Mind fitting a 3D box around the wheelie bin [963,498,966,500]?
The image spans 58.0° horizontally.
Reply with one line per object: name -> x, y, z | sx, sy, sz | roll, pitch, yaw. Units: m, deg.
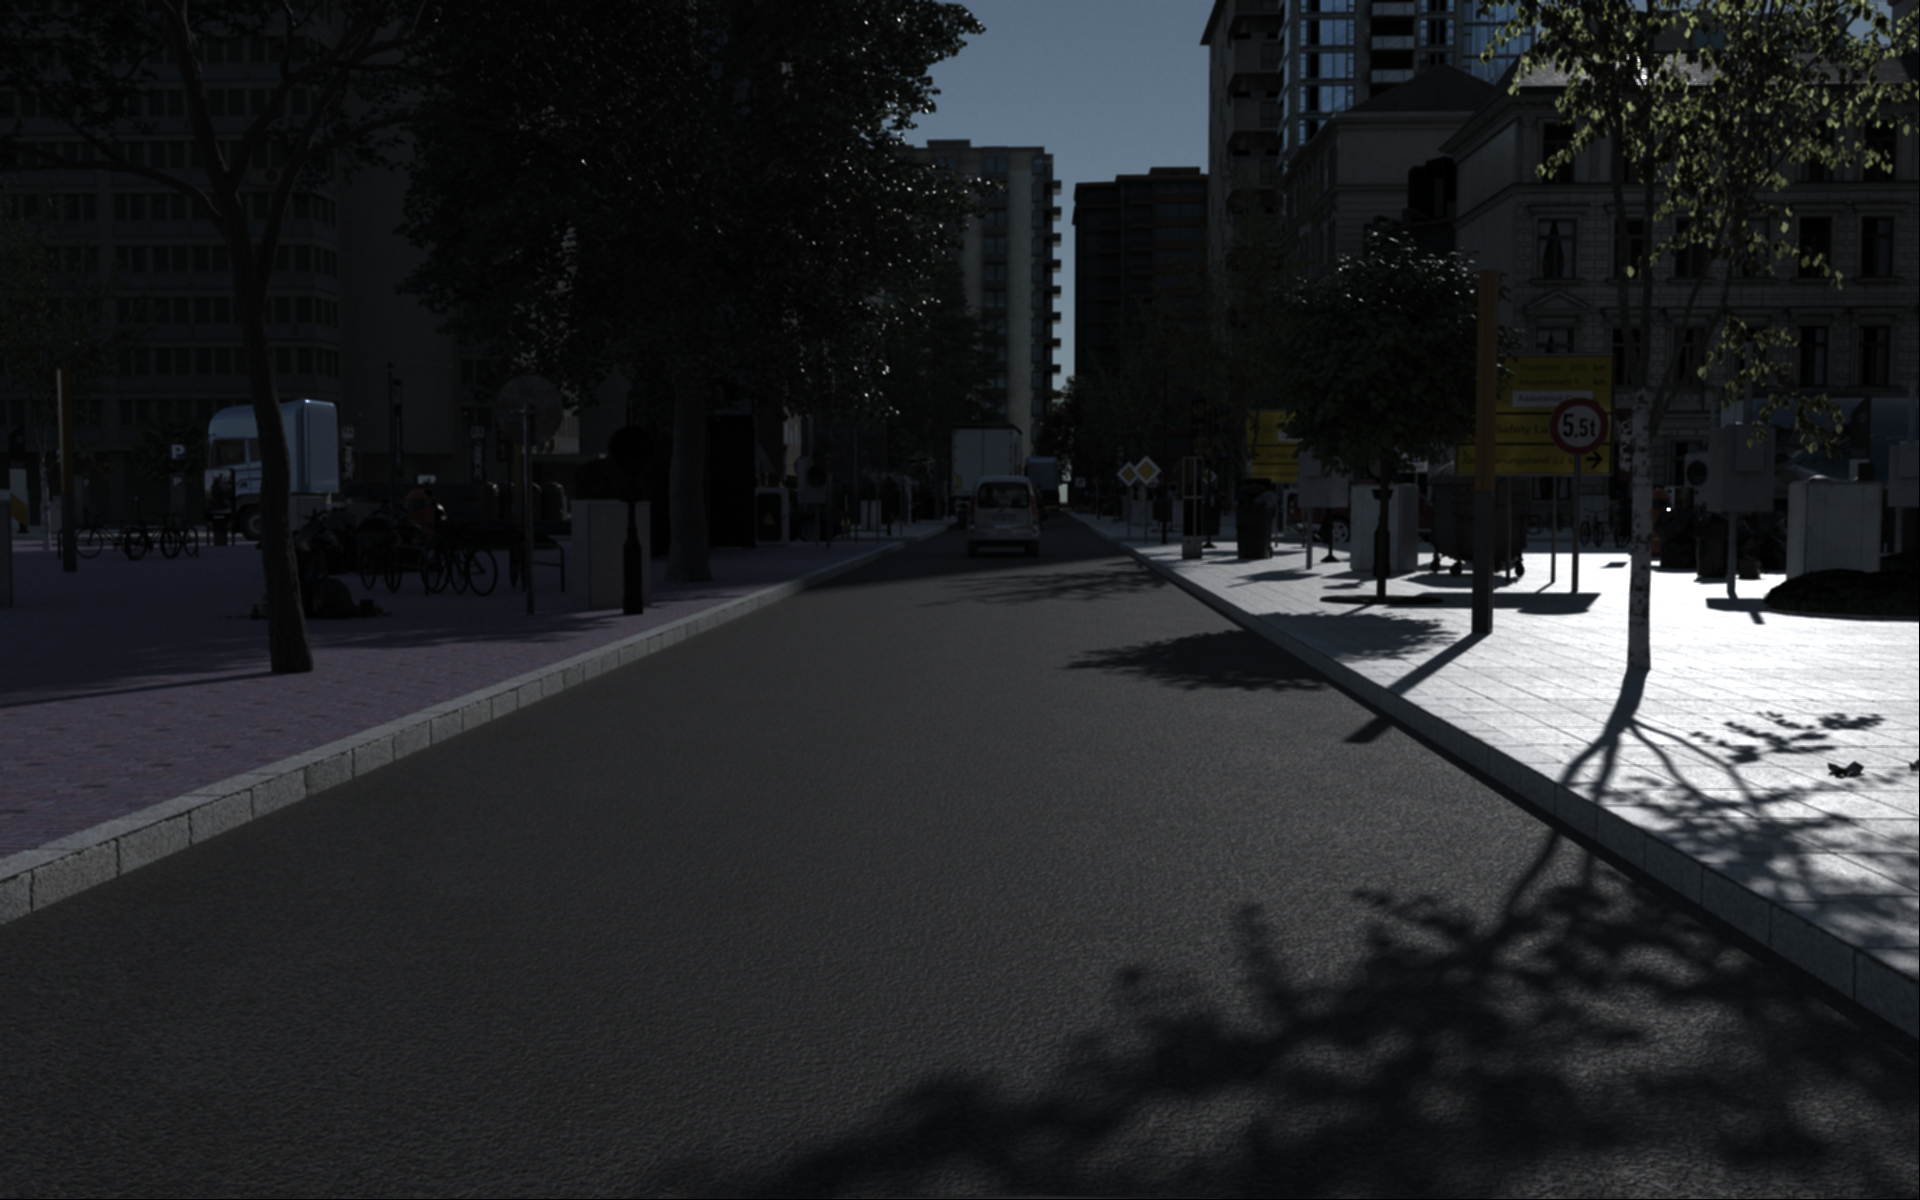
wheelie bin -> 0.468, -7.145, 124.736 | 0.693, 1.594, 0.980 | 0, 4, 5

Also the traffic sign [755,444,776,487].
traffic sign -> -5.162, -2.729, 44.615 | 0.884, 2.594, 0.081 | 1, 4, 9

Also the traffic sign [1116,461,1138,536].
traffic sign -> 5.137, -2.998, 52.660 | 0.795, 2.450, 0.064 | 0, 4, 2

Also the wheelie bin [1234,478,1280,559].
wheelie bin -> 5.873, -1.620, 34.393 | 0.980, 1.594, 0.693 | 2, 4, 25

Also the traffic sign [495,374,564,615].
traffic sign -> -4.575, -1.117, 18.372 | 0.768, 2.556, 0.104 | 1, 4, 9

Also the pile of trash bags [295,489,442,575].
pile of trash bags -> -9.677, -1.172, 28.908 | 1.912, 1.369, 3.447 | 1, 4, 10

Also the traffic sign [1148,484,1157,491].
traffic sign -> 12.217, -6.604, 110.112 | 0.606, 2.300, 0.079 | 1, 4, 9

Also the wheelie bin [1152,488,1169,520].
wheelie bin -> 9.896, -4.730, 85.238 | 0.693, 1.594, 0.980 | 2, 4, 35

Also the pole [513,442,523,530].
pole -> -10.524, -2.900, 41.255 | 0.158, 3.312, 0.155 | 0, 3, 0

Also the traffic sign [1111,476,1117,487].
traffic sign -> 10.860, -7.416, 121.349 | 0.768, 2.556, 0.104 | 1, 4, 10

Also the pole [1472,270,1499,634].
pole -> 4.828, -1.350, 15.917 | 0.158, 3.312, 0.155 | 0, 3, 0

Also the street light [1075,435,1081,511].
street light -> 8.672, -9.432, 126.997 | 0.468, 5.910, 1.993 | 0, 4, 2

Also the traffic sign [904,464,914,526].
traffic sign -> -2.241, -4.311, 70.598 | 0.768, 2.556, 0.104 | 0, 4, 4

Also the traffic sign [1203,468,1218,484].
traffic sign -> 10.739, -4.510, 74.922 | 0.795, 2.450, 0.064 | 1, 4, 11

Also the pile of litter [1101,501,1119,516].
pile of litter -> 8.938, -5.285, 100.367 | 1.719, 0.858, 1.176 | -1, 4, -13

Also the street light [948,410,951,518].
street light -> -0.585, -7.342, 92.823 | 0.468, 5.910, 1.993 | 0, 4, 2

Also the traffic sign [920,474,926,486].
traffic sign -> -2.467, -6.645, 108.759 | 0.768, 2.556, 0.104 | 0, 4, 5

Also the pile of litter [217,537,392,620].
pile of litter -> -6.876, -0.257, 18.165 | 1.719, 0.858, 1.176 | 1, 4, 16

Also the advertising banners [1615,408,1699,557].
advertising banners -> 14.244, -2.403, 35.475 | 2.074, 3.025, 0.090 | -1, 4, -17

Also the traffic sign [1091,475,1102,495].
traffic sign -> 9.352, -7.222, 118.182 | 0.768, 2.556, 0.104 | 1, 4, 10

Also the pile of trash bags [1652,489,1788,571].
pile of trash bags -> 13.017, -1.262, 30.382 | 1.912, 1.369, 3.447 | -1, 4, -13

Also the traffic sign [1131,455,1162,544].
traffic sign -> 4.802, -2.510, 44.682 | 0.795, 2.450, 0.064 | 0, 4, 2

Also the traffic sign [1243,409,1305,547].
traffic sign -> 7.951, -2.921, 41.626 | 2.265, 3.308, 0.079 | 0, 4, 6

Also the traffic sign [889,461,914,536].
traffic sign -> -1.800, -3.017, 52.971 | 0.795, 2.450, 0.064 | 0, 4, 2

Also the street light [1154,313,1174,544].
street light -> 5.242, -4.372, 44.263 | 0.468, 5.910, 1.993 | 0, 4, 2

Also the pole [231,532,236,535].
pole -> -22.883, -3.707, 54.456 | 0.158, 3.312, 0.155 | 0, 3, 0

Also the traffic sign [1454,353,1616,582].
traffic sign -> 8.296, -1.909, 25.079 | 2.265, 3.308, 0.079 | 0, 4, 3

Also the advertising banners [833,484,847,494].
advertising banners -> -6.352, -5.971, 93.807 | 0.090, 3.025, 2.074 | 2, 4, 32

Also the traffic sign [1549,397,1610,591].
traffic sign -> 8.109, -1.386, 22.764 | 0.768, 2.556, 0.104 | 0, 4, 7

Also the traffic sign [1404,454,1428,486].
traffic sign -> 8.817, -1.919, 33.502 | 0.606, 2.300, 0.079 | 1, 4, 11

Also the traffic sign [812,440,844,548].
traffic sign -> -3.116, -2.494, 40.880 | 0.768, 2.556, 0.104 | 0, 4, 5

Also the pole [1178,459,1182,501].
pole -> 12.776, -6.521, 100.454 | 0.158, 3.312, 0.155 | 0, 3, 0

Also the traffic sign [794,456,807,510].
traffic sign -> -5.024, -3.433, 56.232 | 0.768, 2.556, 0.104 | 0, 4, 7

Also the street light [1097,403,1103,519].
street light -> 7.041, -7.032, 87.759 | 0.468, 5.910, 1.993 | 0, 4, 2

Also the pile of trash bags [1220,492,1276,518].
pile of trash bags -> 15.378, -5.070, 92.654 | 3.447, 1.369, 1.912 | 1, 4, 19

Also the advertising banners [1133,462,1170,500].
advertising banners -> 10.417, -6.008, 94.413 | 2.074, 3.025, 0.090 | -1, 4, -8

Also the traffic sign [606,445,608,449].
traffic sign -> -7.373, -2.305, 37.796 | 0.768, 2.556, 0.104 | 1, 4, 11

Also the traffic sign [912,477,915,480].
traffic sign -> -2.681, -5.515, 90.175 | 0.884, 2.594, 0.081 | 0, 4, 7

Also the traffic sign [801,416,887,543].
traffic sign -> -3.054, -3.157, 45.483 | 2.265, 3.308, 0.079 | 0, 4, 4

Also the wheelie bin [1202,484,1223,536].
wheelie bin -> 7.725, -2.805, 53.769 | 0.693, 1.594, 0.980 | -2, 4, -24

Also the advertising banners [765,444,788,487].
advertising banners -> -6.337, -3.915, 60.194 | 0.090, 3.025, 2.074 | 1, 4, 15

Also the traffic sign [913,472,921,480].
traffic sign -> -2.584, -6.050, 99.023 | 0.768, 2.556, 0.104 | 1, 4, 12

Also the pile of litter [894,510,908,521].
pile of litter -> -2.694, -4.159, 81.964 | 1.176, 0.858, 1.719 | 1, 4, 18

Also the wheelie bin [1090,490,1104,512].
wheelie bin -> 9.683, -7.007, 122.471 | 0.980, 1.594, 0.693 | -1, 4, -9

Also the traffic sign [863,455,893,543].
traffic sign -> -2.135, -2.529, 44.993 | 0.795, 2.450, 0.064 | 0, 4, 2

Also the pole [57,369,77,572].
pole -> -14.653, -2.114, 28.414 | 0.158, 3.312, 0.155 | 0, 3, 0

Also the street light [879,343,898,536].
street light -> -2.191, -4.925, 53.311 | 0.468, 5.910, 1.993 | 0, 4, 2

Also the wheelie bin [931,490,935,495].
wheelie bin -> -2.035, -6.849, 119.890 | 0.693, 1.594, 0.980 | -1, 4, -12
